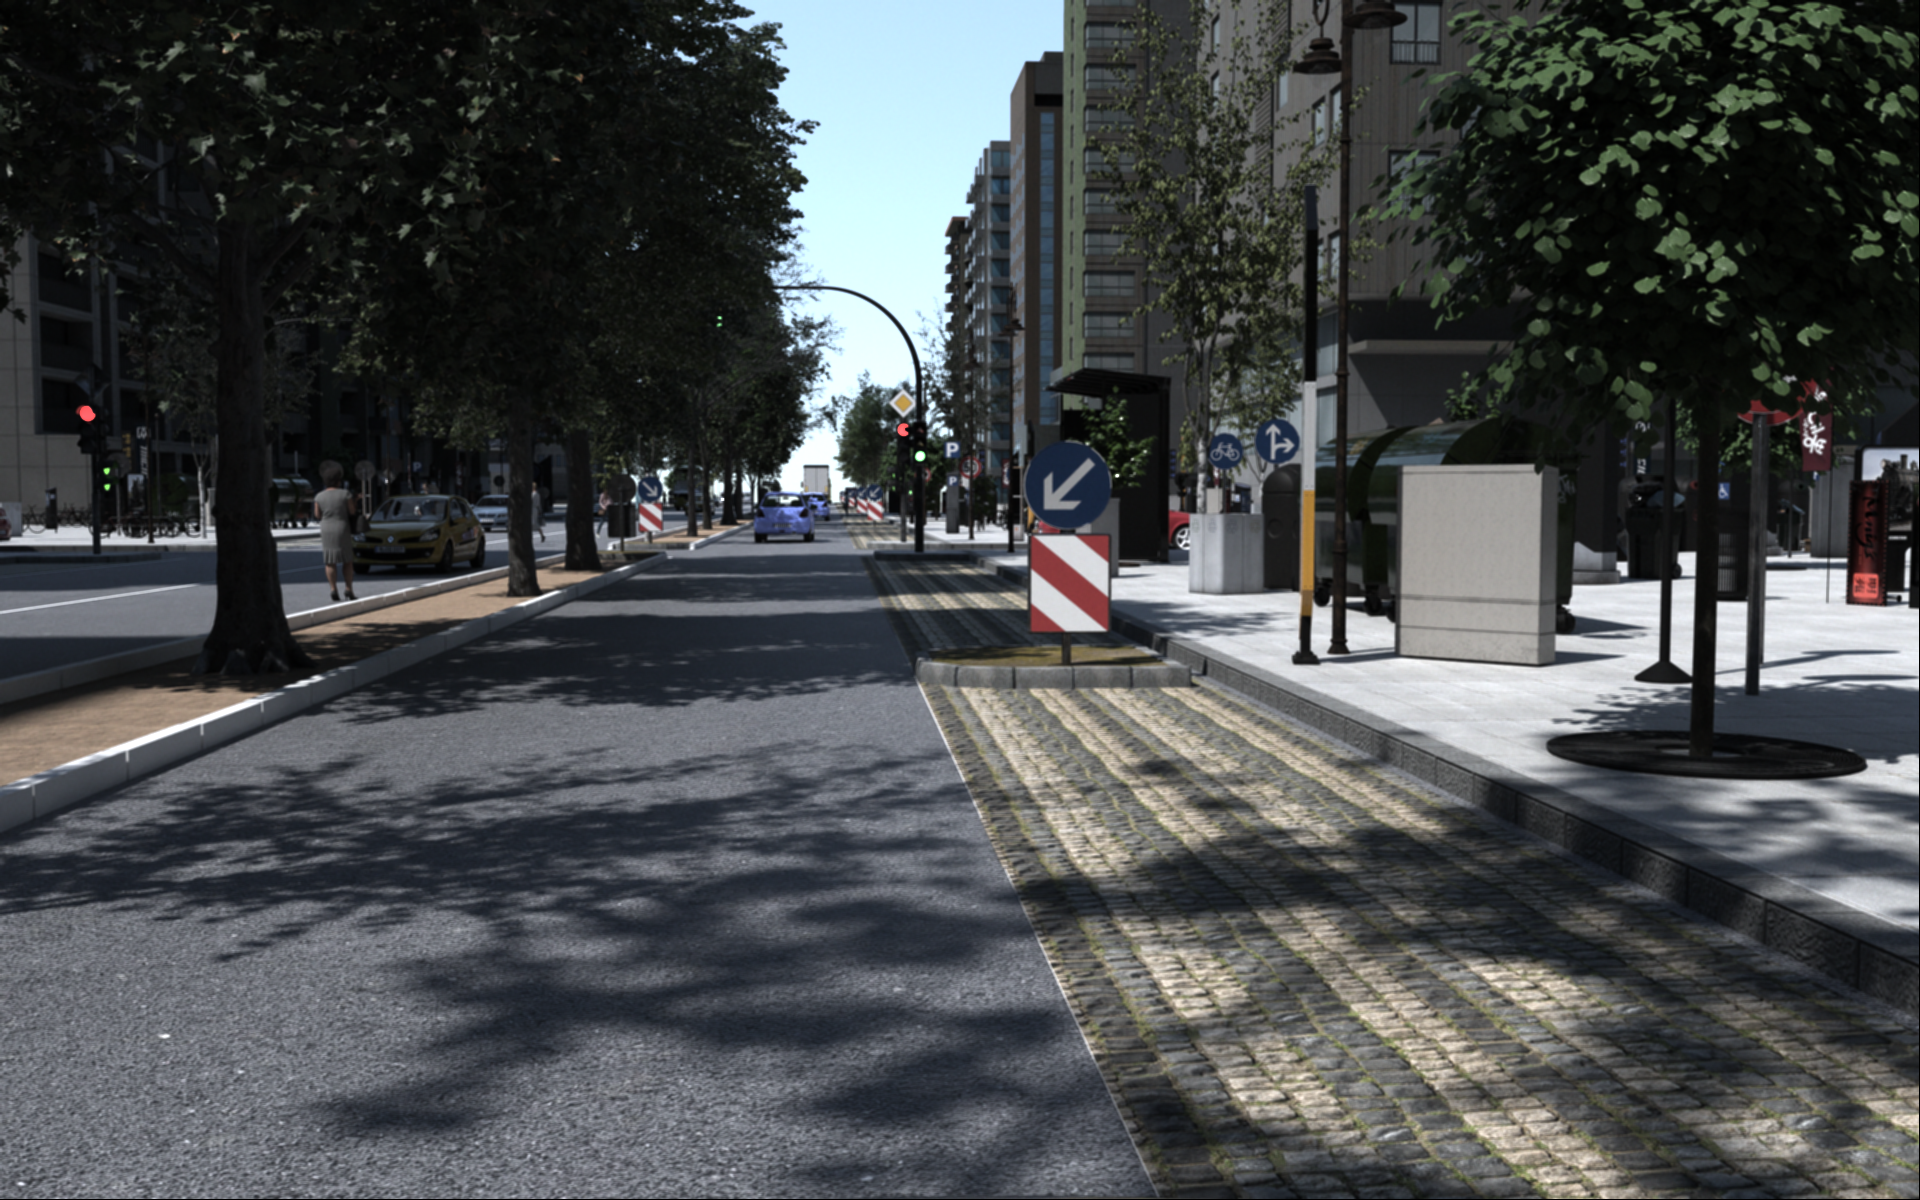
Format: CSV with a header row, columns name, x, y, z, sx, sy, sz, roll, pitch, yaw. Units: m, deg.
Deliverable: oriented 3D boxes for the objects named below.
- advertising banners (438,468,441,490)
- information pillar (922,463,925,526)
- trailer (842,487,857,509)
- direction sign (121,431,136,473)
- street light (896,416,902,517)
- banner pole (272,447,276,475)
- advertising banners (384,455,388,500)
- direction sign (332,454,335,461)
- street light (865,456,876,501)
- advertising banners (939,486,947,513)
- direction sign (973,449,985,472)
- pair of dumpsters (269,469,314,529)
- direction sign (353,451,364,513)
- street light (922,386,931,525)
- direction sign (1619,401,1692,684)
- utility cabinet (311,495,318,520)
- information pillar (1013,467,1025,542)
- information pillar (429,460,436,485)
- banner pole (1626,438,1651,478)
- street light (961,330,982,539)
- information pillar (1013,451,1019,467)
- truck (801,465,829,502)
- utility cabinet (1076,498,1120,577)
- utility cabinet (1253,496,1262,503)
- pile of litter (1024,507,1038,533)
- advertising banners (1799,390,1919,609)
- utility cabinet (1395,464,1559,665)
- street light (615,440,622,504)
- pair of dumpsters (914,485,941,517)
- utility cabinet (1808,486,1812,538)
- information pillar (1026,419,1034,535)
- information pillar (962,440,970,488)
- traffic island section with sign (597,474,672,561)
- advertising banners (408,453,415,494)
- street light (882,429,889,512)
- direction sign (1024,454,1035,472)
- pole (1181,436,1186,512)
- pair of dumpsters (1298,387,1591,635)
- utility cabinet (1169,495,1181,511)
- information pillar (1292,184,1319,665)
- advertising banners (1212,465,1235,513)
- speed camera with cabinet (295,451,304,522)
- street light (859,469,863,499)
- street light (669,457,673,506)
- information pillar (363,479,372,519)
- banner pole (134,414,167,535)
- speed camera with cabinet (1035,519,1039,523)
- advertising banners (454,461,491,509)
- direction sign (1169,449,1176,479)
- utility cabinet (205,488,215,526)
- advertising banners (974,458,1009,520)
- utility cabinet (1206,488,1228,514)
name,x,y,z,sx,sy,sz,roll,pitch,yaw
advertising banners,-34.894,-7.273,115.095,0.090,3.025,2.074,-3,5,-40
information pillar,-1.597,-4.825,70.235,0.183,3.616,0.504,2,4,24
trailer,-9.435,-8.732,149.813,1.471,1.999,3.904,0,4,-5
direction sign,-29.541,-4.284,62.033,0.876,3.537,0.379,0,4,0
street light,-3.311,-7.602,97.074,0.468,5.910,1.993,0,4,-4
banner pole,-36.722,-6.288,92.829,0.401,3.779,0.863,-2,4,-29
advertising banners,-23.777,-4.627,71.841,0.090,3.025,2.074,-1,4,-13
direction sign,-35.722,-6.536,98.857,0.379,3.537,0.876,-2,4,-27
street light,-8.935,-12.217,172.538,0.468,5.910,1.993,0,4,-4
advertising banners,-0.938,-7.338,116.172,2.074,3.025,0.090,1,4,11
direction sign,0.848,-5.815,87.074,0.876,3.537,0.379,2,4,23
pair of dumpsters,-25.622,-3.818,64.914,1.574,2.255,4.437,0,4,-4
direction sign,-31.336,-6.017,90.370,0.876,3.537,0.379,2,4,35
street light,-1.472,-6.119,72.839,0.468,5.910,1.993,0,4,-4
direction sign,4.831,-1.210,11.775,0.379,3.537,0.876,3,5,43
utility cabinet,-31.728,-4.590,86.208,0.306,1.237,1.020,3,5,43
information pillar,1.565,-2.591,46.859,0.304,2.012,0.304,1,4,17
information pillar,-36.295,-7.822,119.249,0.183,3.616,0.504,3,4,38
banner pole,19.308,-3.638,49.490,0.863,3.779,0.401,1,4,21
street light,0.326,-4.654,48.886,0.468,5.910,1.993,0,4,-4
information pillar,2.964,-6.258,93.670,0.504,3.616,0.183,2,4,26
truck,-14.339,-11.198,171.994,2.839,4.237,11.283,0,4,-6
utility cabinet,2.100,-0.940,26.533,0.306,1.237,1.020,2,4,29
utility cabinet,9.126,-2.549,52.833,0.306,1.237,1.020,1,4,16
pile of litter,2.541,-2.661,57.470,1.176,0.858,1.719,3,4,39
advertising banners,10.453,-1.446,19.836,0.090,3.025,2.074,-2,4,-28
utility cabinet,3.949,-0.281,13.270,1.173,1.500,0.318,3,5,42
street light,-28.533,-10.532,144.991,0.468,5.910,1.993,0,4,-4
pair of dumpsters,-1.830,-5.824,97.722,1.574,2.255,4.437,0,4,-4
utility cabinet,24.497,-2.525,49.964,1.173,1.500,0.318,0,4,-5
information pillar,2.213,-3.826,53.918,0.183,3.616,0.504,-1,4,-11
information pillar,0.302,-4.885,71.221,0.504,3.616,0.183,2,4,29
traffic island section with sign,-7.498,-1.827,38.006,2.006,1.907,1.989,0,4,-4
advertising banners,-23.609,-4.793,74.551,0.090,3.025,2.074,-1,4,-12
street light,-5.376,-9.280,124.515,0.468,5.910,1.993,0,4,-4
direction sign,3.933,-6.487,98.062,0.379,3.537,0.876,3,5,45
pole,7.529,-3.945,58.337,0.158,3.312,0.155,0,3,0
pair of dumpsters,4.811,-0.930,17.704,1.574,2.255,4.437,0,4,-4
utility cabinet,10.010,-4.373,82.659,1.020,1.237,0.306,0,4,-3
information pillar,2.613,-1.323,12.984,0.183,3.616,0.504,1,4,9
advertising banners,8.120,-3.449,52.584,0.090,3.025,2.074,-1,4,-18
speed camera with cabinet,-30.865,-5.264,80.399,0.660,3.252,2.038,-1,4,-11
street light,-11.657,-14.359,207.556,0.468,5.910,1.993,0,4,-4
street light,-32.262,-13.474,193.094,0.468,5.910,1.993,0,4,-4
information pillar,-24.631,-4.127,71.973,0.304,2.012,0.304,-1,4,-10
banner pole,-25.205,-3.909,53.928,0.863,3.779,0.401,-1,4,-19
speed camera with cabinet,3.984,-4.994,75.982,0.660,3.252,2.038,-3,5,-40
advertising banners,-26.071,-5.899,92.629,2.074,3.025,0.090,-3,5,-40
direction sign,10.527,-5.850,87.651,0.876,3.537,0.379,3,4,37
utility cabinet,-29.207,-3.652,68.390,0.318,1.500,1.173,2,4,30
advertising banners,1.547,-5.415,84.715,2.074,3.025,0.090,-1,4,-9
utility cabinet,9.946,-3.590,67.377,1.173,1.500,0.318,2,4,34
